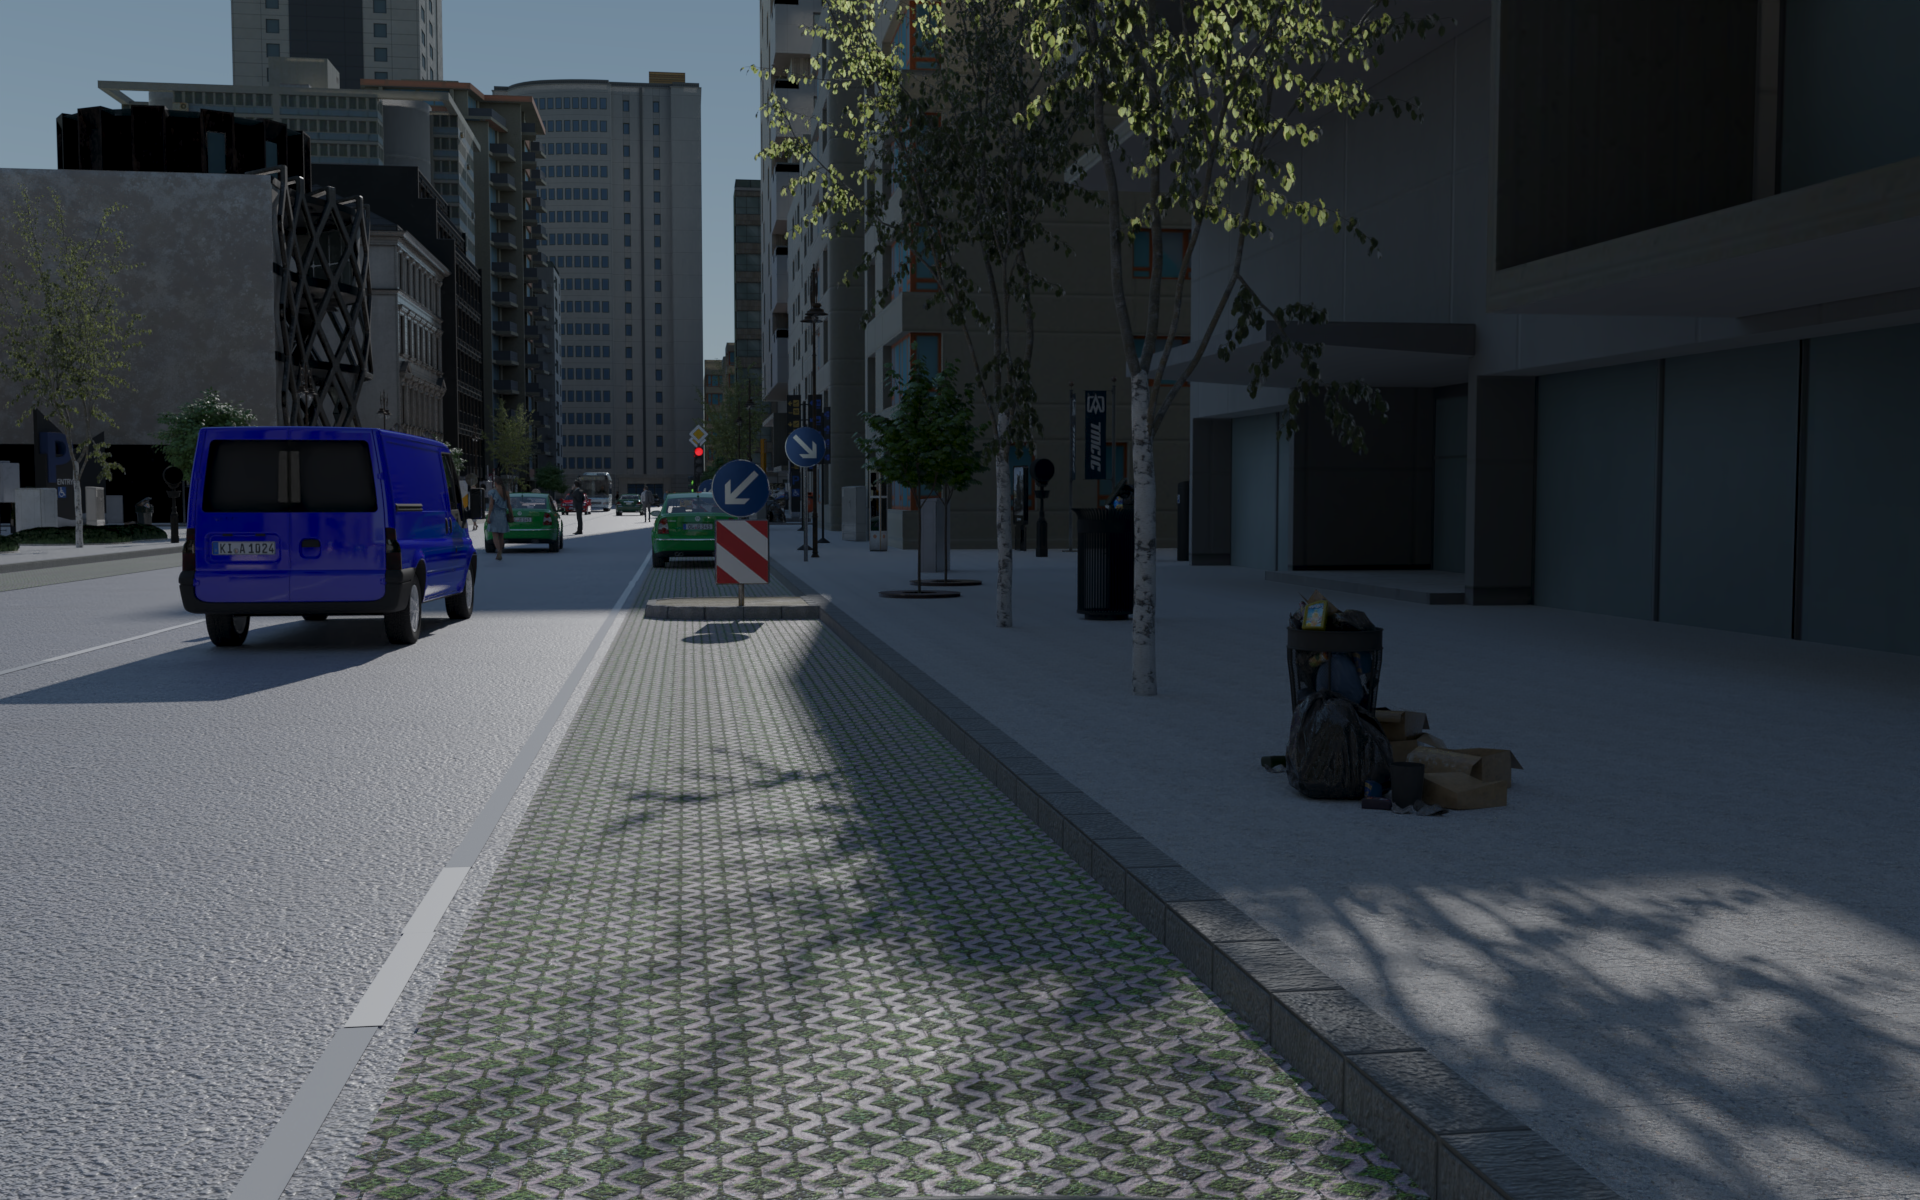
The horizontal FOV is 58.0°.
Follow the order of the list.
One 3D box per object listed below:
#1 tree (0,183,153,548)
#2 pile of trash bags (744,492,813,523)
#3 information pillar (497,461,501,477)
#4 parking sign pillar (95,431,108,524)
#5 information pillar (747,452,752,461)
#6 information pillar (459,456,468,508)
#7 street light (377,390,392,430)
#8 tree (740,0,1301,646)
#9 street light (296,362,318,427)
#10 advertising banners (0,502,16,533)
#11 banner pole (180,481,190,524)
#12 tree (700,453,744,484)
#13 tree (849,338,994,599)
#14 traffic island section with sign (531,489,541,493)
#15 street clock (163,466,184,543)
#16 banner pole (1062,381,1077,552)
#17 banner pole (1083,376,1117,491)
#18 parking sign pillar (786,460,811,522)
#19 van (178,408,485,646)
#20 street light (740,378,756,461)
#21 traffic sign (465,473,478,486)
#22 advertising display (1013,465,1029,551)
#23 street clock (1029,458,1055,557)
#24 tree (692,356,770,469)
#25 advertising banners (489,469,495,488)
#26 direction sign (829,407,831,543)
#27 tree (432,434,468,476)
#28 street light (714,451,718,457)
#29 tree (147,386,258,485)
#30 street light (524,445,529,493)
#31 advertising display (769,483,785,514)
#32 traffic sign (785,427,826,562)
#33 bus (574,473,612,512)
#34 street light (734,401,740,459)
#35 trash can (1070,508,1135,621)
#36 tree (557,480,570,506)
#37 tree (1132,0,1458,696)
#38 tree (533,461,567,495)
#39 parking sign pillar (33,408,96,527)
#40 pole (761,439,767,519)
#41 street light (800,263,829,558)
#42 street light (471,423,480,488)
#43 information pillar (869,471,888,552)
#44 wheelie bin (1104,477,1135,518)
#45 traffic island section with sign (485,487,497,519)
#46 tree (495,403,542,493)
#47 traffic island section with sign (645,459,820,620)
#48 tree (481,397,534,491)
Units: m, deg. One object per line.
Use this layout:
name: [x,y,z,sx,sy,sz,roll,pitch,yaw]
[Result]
tree: [-21.117,-5.541,40.965,4.360,8.622,3.978,0,3,0]
pile of trash bags: [-8.242,-4.178,78.064,3.447,1.369,1.912,0,4,-4]
information pillar: [-32.982,-8.109,123.935,0.183,3.616,0.504,-2,4,-35]
parking sign pillar: [-37.131,-5.215,73.736,1.447,3.967,1.447,-3,4,-38]
information pillar: [-11.592,-6.365,95.429,0.183,3.616,0.504,-3,4,-36]
information pillar: [-30.507,-7.034,106.360,0.504,3.616,0.183,-1,4,-20]
street light: [-25.430,-6.351,76.628,0.468,5.910,1.993,-1,4,-9]
tree: [0.212,-4.037,16.365,4.360,8.622,3.978,0,3,0]
street light: [-22.961,-5.392,60.944,0.468,5.910,1.993,-1,4,-9]
advertising banners: [-31.370,-3.666,56.124,2.074,3.025,0.090,-1,4,-15]
banner pole: [-32.950,-5.132,73.923,0.401,3.779,0.863,2,4,29]
tree: [-16.702,-8.642,125.015,4.285,4.588,4.351,0,3,0]
tree: [-0.560,-1.661,21.765,1.663,3.219,1.824,0,3,0]
traffic island section with sign: [-31.027,-7.236,126.940,1.989,1.847,2.006,-1,4,-9]
street clock: [-20.569,-2.492,45.320,0.471,2.002,0.358,-2,4,-32]
banner pole: [2.479,-2.942,38.122,0.401,3.779,0.863,0,4,-5]
banner pole: [3.040,-2.863,36.821,0.863,3.779,0.401,0,4,-6]
parking sign pillar: [-7.624,-5.607,80.142,1.447,3.967,1.447,0,4,-8]
van: [-6.332,-0.835,18.042,2.240,2.365,5.245,0,4,-7]
street light: [-8.389,-5.896,69.180,0.468,5.910,1.993,-1,4,-9]
traffic sign: [-29.870,-6.471,105.900,0.768,2.556,0.104,0,4,0]
advertising display: [1.370,-2.077,39.176,0.123,1.923,0.974,-1,4,-12]
street clock: [1.667,-1.875,35.234,0.471,2.002,0.358,-2,4,-24]
tree: [-11.963,-8.644,91.699,4.737,8.622,4.395,0,3,0]
advertising banners: [-31.925,-7.545,119.548,0.090,3.025,2.074,0,4,2]
direction sign: [-3.588,-3.257,45.254,0.379,3.537,0.876,-2,4,-31]
tree: [-28.283,-6.711,93.444,4.285,4.588,4.351,0,3,0]
street light: [-21.342,-10.953,151.862,0.468,5.910,1.993,-1,4,-9]
tree: [-22.758,-4.207,52.493,4.285,4.588,4.351,0,3,0]
street light: [-36.088,-10.471,143.996,0.468,5.910,1.993,-1,4,-9]
advertising display: [-10.607,-5.818,100.336,0.974,1.923,0.123,0,4,3]
traffic sign: [-2.931,-2.004,32.872,0.768,2.556,0.104,0,4,-7]
bus: [-30.396,-9.129,144.124,2.948,3.499,13.247,-1,4,-10]
street light: [-10.821,-6.860,84.951,0.468,5.910,1.993,-1,4,-9]
trash can: [1.504,-0.373,17.753,0.748,1.137,0.748,0,3,0]
tree: [-44.160,-12.056,191.712,1.663,3.219,1.824,0,3,0]
tree: [1.291,-3.685,10.615,4.360,8.622,3.978,0,3,0]
tree: [-40.425,-11.451,170.943,4.285,4.588,4.351,0,3,0]
parking sign pillar: [-28.605,-4.056,54.789,1.447,3.967,1.447,1,4,14]
pole: [-7.252,-4.291,63.998,0.158,3.312,0.155,0,3,0]
street light: [-2.932,-3.799,34.902,0.468,5.910,1.993,-1,4,-9]
street light: [-30.769,-8.397,110.071,0.468,5.910,1.993,-1,4,-9]
information pillar: [-1.822,-2.094,38.726,0.304,2.012,0.304,2,4,31]
wheelie bin: [3.142,-1.549,33.233,0.693,1.594,0.980,0,4,-2]
traffic island section with sign: [-26.843,-5.607,100.310,1.989,1.847,2.006,-1,4,-9]
tree: [-35.876,-11.595,139.947,4.360,8.622,3.978,0,3,0]
traffic island section with sign: [-2.721,-0.728,20.525,1.989,1.847,2.006,-1,4,-9]
tree: [-34.262,-11.083,131.565,4.737,8.622,4.395,0,3,0]
